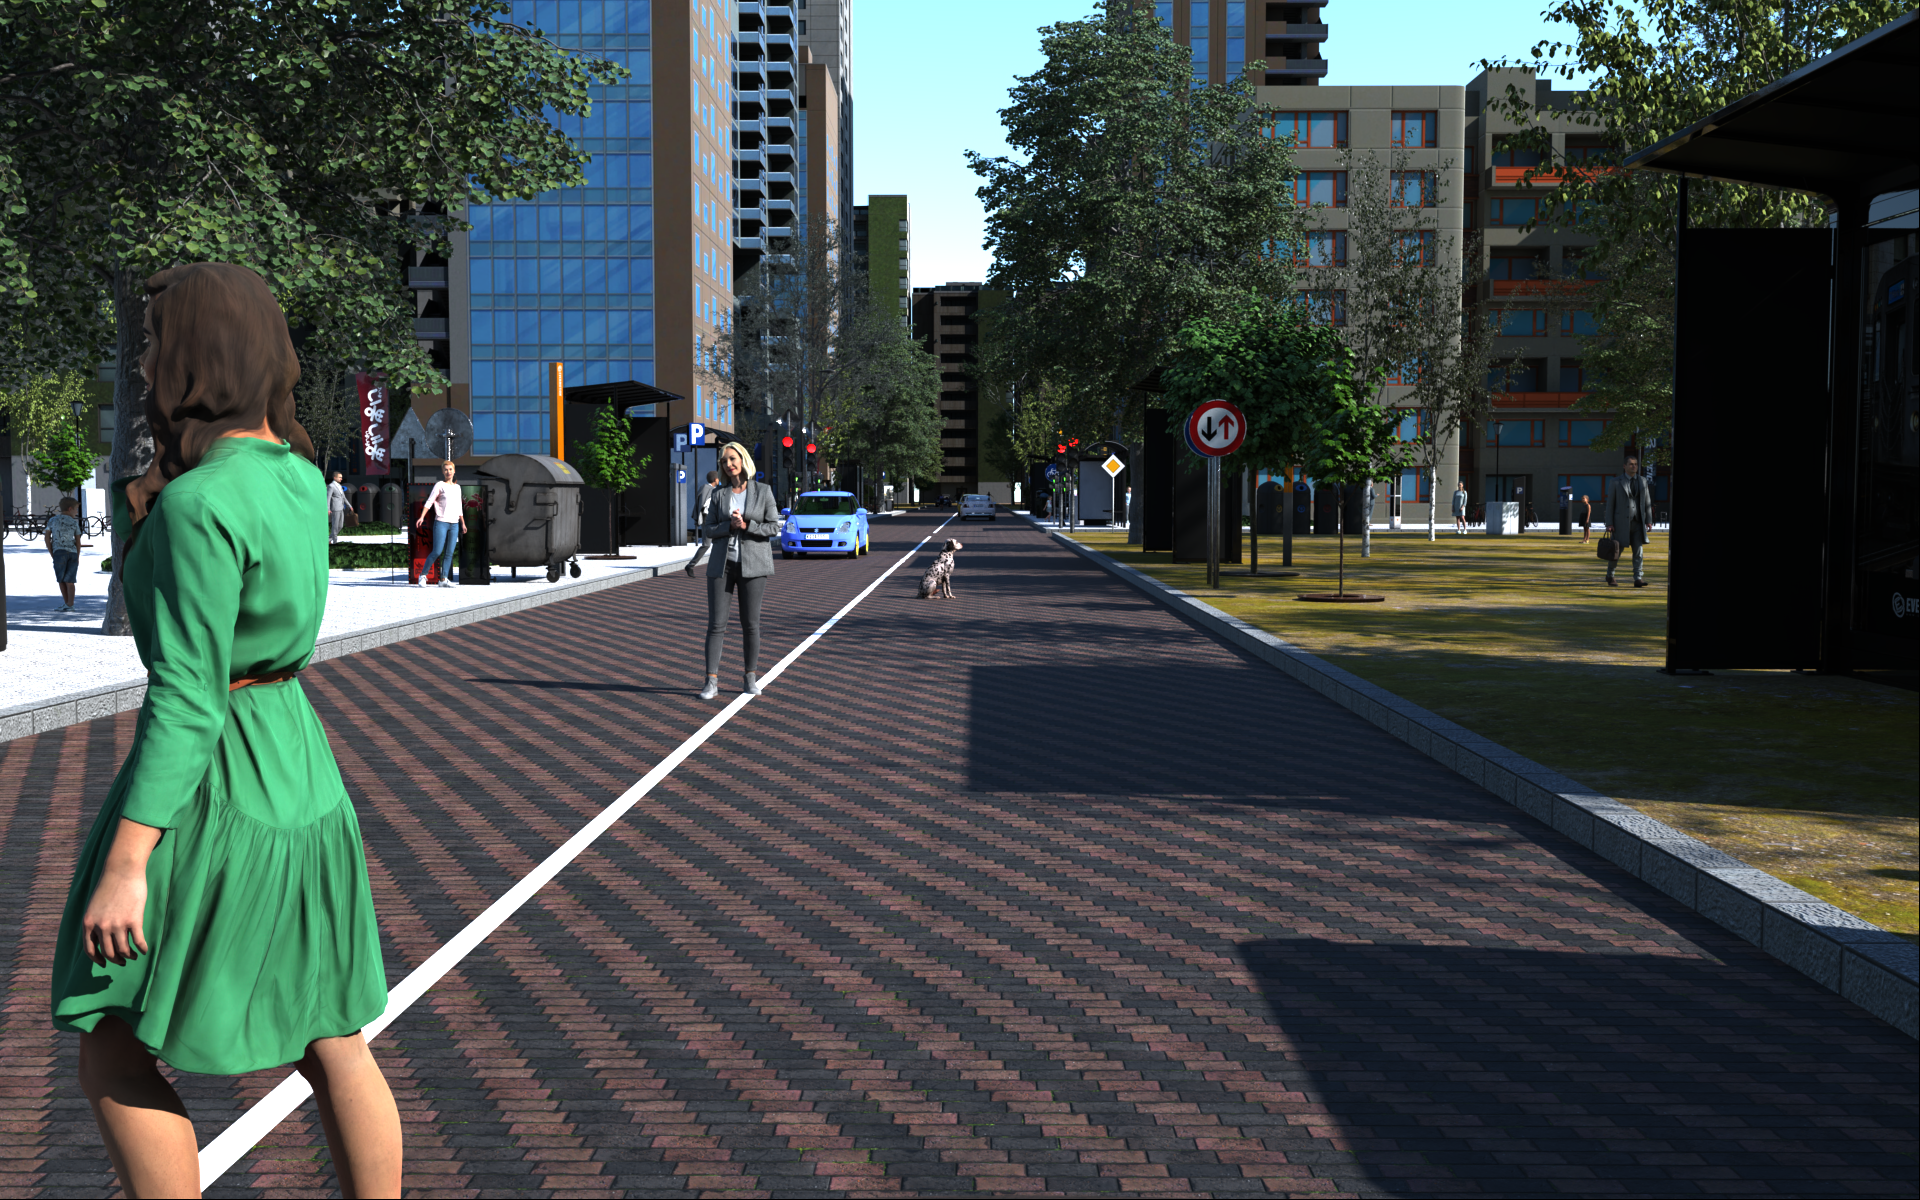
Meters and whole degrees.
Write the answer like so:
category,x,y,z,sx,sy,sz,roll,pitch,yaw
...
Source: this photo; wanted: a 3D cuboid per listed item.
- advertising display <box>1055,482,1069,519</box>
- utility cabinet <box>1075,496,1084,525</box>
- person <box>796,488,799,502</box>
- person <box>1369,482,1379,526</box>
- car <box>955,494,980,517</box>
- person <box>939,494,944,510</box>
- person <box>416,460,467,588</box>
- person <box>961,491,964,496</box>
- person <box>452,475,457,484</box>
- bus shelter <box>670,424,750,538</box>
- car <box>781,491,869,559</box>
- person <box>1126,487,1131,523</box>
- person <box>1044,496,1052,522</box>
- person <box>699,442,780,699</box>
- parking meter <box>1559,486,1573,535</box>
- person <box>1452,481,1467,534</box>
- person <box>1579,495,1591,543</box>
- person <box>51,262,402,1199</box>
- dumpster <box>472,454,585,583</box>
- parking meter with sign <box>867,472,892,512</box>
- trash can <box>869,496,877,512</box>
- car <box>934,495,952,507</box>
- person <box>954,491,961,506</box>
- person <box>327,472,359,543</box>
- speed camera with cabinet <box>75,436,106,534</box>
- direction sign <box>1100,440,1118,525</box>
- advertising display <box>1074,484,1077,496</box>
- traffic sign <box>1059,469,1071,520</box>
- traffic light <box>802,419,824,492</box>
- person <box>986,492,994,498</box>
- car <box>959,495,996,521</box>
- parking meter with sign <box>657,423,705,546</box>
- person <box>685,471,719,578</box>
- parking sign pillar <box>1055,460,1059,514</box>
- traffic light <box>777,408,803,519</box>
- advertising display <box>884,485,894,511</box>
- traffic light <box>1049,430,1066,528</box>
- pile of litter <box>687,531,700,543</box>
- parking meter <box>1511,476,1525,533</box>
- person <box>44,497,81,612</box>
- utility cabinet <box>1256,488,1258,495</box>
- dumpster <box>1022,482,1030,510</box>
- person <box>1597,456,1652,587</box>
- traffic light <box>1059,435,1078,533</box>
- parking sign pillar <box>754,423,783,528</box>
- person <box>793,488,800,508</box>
category,x,y,z,sx,sy,sz,roll,pitch,yaw
advertising display,5.247,-5.124,88.997,0.974,1.923,0.123,-3,5,-41
utility cabinet,4.965,-3.784,73.031,0.306,1.237,1.020,-1,4,-20
person,-12.648,-7.881,135.119,0.478,1.798,0.641,-3,4,-38
person,16.523,-3.877,69.602,0.590,1.801,0.661,-2,4,-31
car,0.711,-6.070,109.465,2.015,1.641,3.980,0,4,-1
person,-1.610,-8.551,151.539,0.421,1.427,0.697,0,4,-6
person,-7.193,-1.041,23.730,0.598,1.740,0.731,1,4,22
person,0.323,-9.995,172.845,0.541,1.710,0.530,-1,4,-16
person,-14.407,-2.639,49.170,0.713,1.824,0.794,-3,4,-36
bus shelter,-7.770,-3.611,52.969,2.014,3.302,5.546,0,4,1
car,-3.044,-1.822,39.376,1.945,1.707,3.694,0,4,2
person,7.429,-4.180,76.197,0.589,1.601,0.330,0,4,-5
person,4.021,-4.132,78.615,0.382,1.210,0.505,2,4,24
person,-1.553,-0.219,12.257,0.537,1.800,0.526,1,4,10
parking meter,19.076,-2.821,54.529,0.372,1.533,0.369,0,3,0
person,16.193,-2.999,56.088,0.512,1.701,0.522,2,4,31
person,16.251,-2.100,45.054,0.373,1.253,0.362,0,4,-7
person,-1.155,0.365,2.776,0.529,1.795,0.600,-1,4,-10
dumpster,-6.387,-1.219,25.692,1.264,1.857,1.865,0,4,1
parking meter with sign,-5.823,-7.888,125.230,1.738,3.016,0.543,-1,4,-20
trash can,-6.110,-6.771,122.366,0.748,1.137,0.748,0,3,0
car,-1.801,-10.794,189.067,1.945,1.354,3.894,0,4,1
person,-0.162,-12.386,211.040,1.348,1.821,0.705,1,4,21
person,-14.779,-2.139,41.138,0.853,1.813,0.709,0,4,6
speed camera with cabinet,-28.316,-3.791,56.318,0.660,3.252,2.038,-3,4,-36
direction sign,6.252,-4.935,72.688,0.876,3.537,0.379,-2,4,-28
advertising display,7.236,-6.492,111.365,0.123,1.923,0.974,3,4,36
traffic sign,5.245,-5.244,85.850,0.768,2.556,0.104,0,4,8
traffic light,-5.508,-4.641,64.799,0.839,4.253,0.868,0,4,1
person,3.590,-12.578,214.870,1.217,1.735,0.721,0,4,0
car,0.963,-5.005,94.191,2.083,1.381,4.827,0,4,-1
parking meter with sign,-7.146,-2.857,42.971,1.738,3.016,0.543,2,4,35
person,-4.296,-1.283,29.573,0.850,1.850,0.679,0,4,7
parking sign pillar,6.366,-7.600,112.725,1.447,3.967,1.447,2,4,26
traffic light,-5.595,-4.153,56.814,0.839,4.253,0.868,0,4,1
advertising display,-5.279,-7.468,127.316,0.974,1.923,0.123,-3,5,-42
traffic light,3.753,-4.636,64.714,0.839,4.253,0.868,0,4,1
pile of litter,-7.472,-1.955,45.931,1.176,0.858,1.719,2,4,34
parking meter,18.181,-3.102,56.424,0.399,1.863,0.255,0,4,7
person,-9.794,-0.501,18.926,0.332,1.250,0.352,0,4,8
utility cabinet,11.462,-3.411,64.455,1.173,1.500,0.318,1,4,15
dumpster,5.674,-8.178,136.204,1.502,2.255,1.985,0,4,1
person,9.255,-1.092,24.002,0.694,1.812,0.767,0,4,-3
traffic light,3.666,-4.147,56.729,0.839,4.253,0.868,0,4,1
parking sign pillar,-7.385,-4.694,65.217,1.447,3.967,1.447,0,4,7
person,-9.535,-5.901,103.017,0.782,1.767,0.515,-1,4,-10
